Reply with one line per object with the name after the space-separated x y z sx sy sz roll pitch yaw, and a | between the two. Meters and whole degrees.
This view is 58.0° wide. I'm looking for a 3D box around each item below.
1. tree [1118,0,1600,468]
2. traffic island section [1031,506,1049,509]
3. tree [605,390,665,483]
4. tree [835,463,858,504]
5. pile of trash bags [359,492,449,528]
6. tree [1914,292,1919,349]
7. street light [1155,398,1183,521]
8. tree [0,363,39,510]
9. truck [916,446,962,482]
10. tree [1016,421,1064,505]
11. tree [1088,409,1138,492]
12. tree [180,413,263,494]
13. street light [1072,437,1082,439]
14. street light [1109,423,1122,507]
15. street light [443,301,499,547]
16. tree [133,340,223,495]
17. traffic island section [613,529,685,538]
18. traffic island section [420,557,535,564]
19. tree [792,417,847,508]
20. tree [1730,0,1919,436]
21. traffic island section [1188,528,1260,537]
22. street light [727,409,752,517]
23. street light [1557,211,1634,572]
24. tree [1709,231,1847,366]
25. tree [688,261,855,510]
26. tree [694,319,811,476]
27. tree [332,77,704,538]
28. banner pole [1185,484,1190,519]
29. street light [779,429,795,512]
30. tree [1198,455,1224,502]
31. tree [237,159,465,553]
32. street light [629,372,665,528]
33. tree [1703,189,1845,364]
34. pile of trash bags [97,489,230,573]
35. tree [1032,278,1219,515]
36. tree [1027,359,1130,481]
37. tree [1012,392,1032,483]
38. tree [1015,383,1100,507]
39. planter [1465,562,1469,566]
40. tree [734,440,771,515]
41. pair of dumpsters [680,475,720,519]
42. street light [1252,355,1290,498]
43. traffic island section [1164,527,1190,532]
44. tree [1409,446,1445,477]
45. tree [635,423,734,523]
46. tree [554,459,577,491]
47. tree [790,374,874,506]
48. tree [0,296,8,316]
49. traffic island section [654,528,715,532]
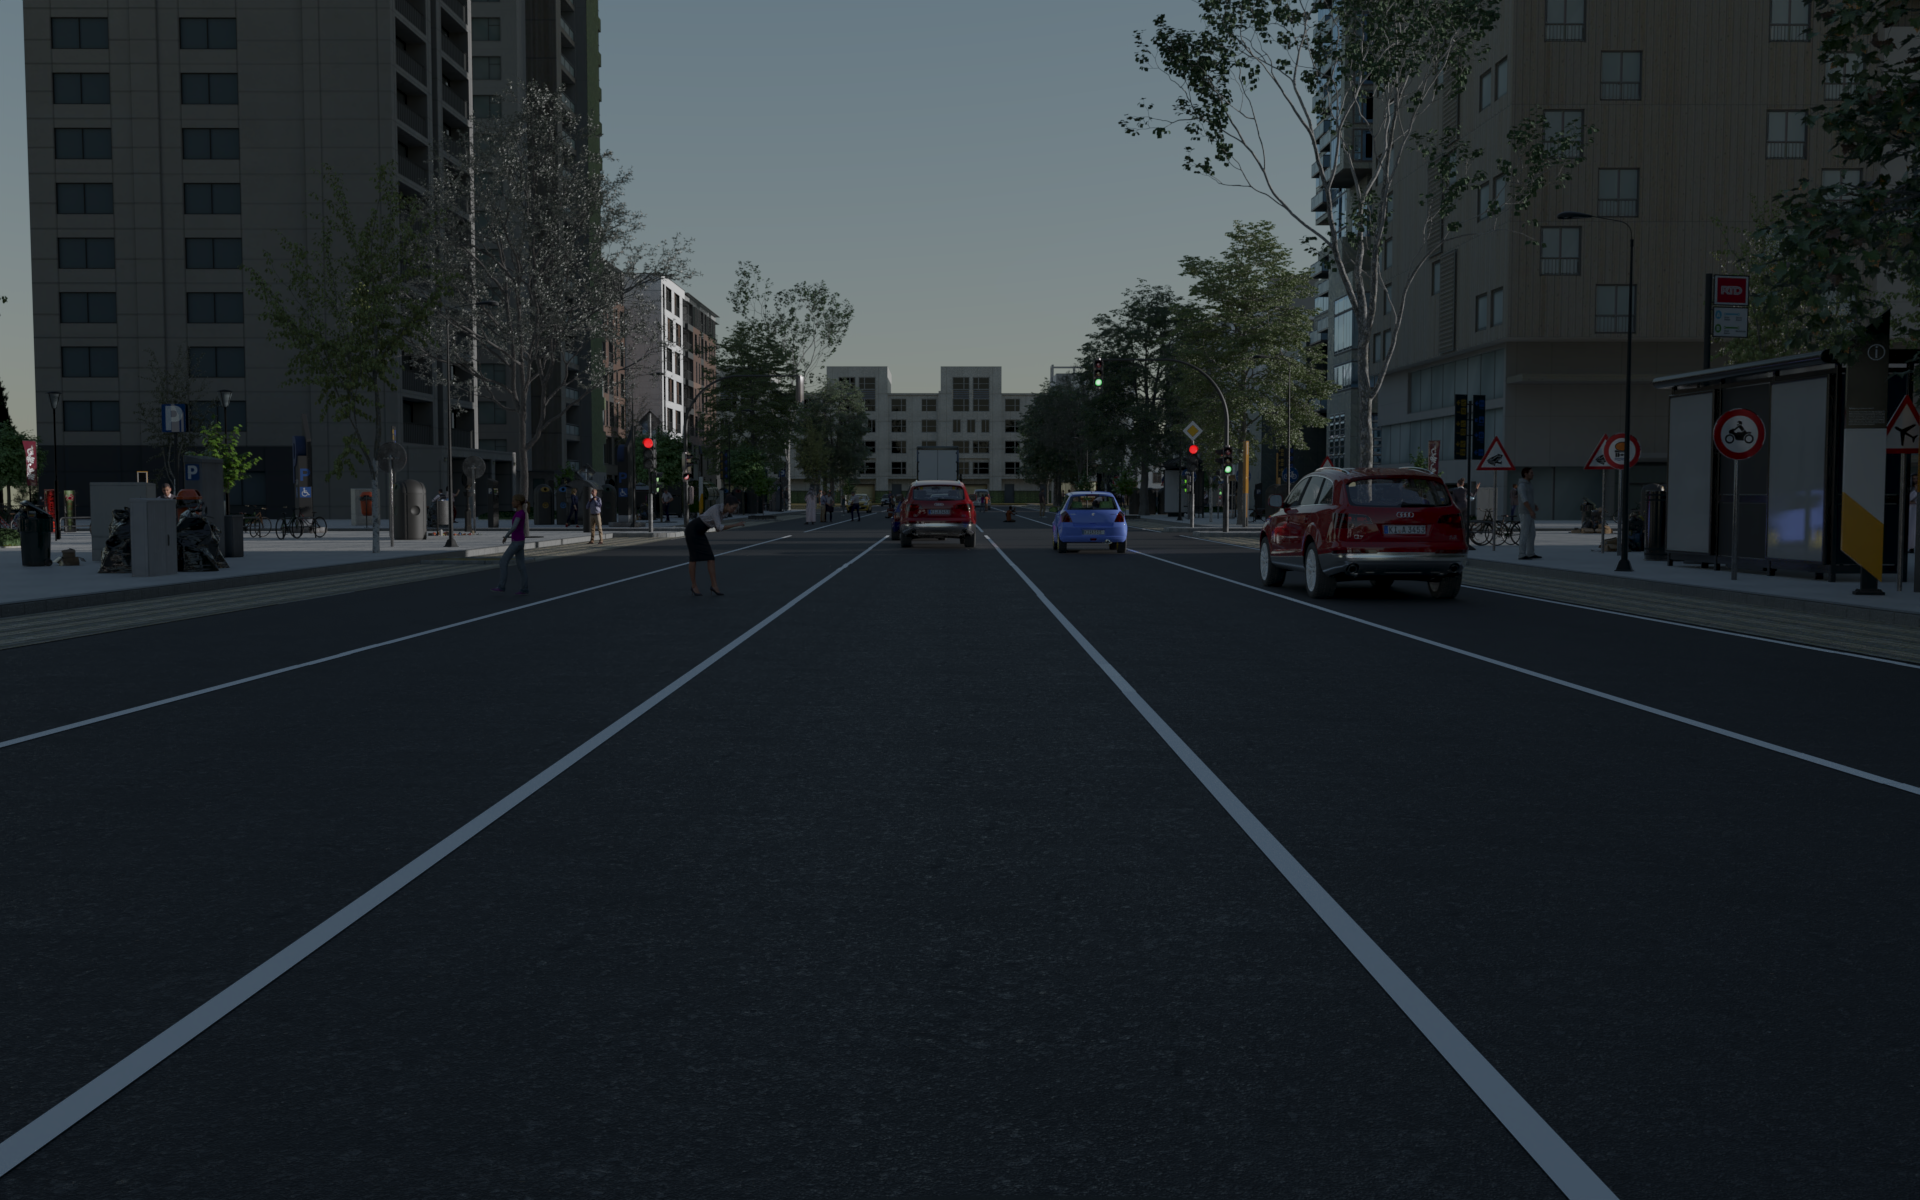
10.757 -11.725 47.595 12.611 20.169 13.585 0 3 0 | tree
8.176 -8.888 168.176 1.991 0.108 1.994 0 4 0 | traffic island section
-22.936 -10.541 122.704 4.360 8.622 3.978 0 3 0 | tree
-14.116 -16.116 213.864 4.360 8.622 3.978 0 3 0 | tree
-21.123 -3.442 66.033 3.447 1.369 1.912 -1 4 -10 | pile of trash bags
19.505 -5.038 32.734 4.737 8.622 4.395 0 3 0 | tree
10.099 -6.796 83.650 1.470 5.913 1.316 0 4 0 | street light
-68.276 -13.300 119.282 13.155 14.587 18.604 0 4 -2 | tree
-1.298 -7.214 106.869 2.839 4.237 11.283 0 4 0 | truck
10.601 -17.530 212.369 9.928 11.665 9.643 0 3 0 | tree
10.969 -10.857 127.871 4.360 8.622 3.978 0 3 0 | tree
-17.906 -2.874 41.598 1.663 3.219 1.824 0 3 0 | tree
9.827 -10.328 141.399 1.470 5.913 1.316 0 4 0 | street light
9.964 -8.562 112.524 1.470 5.913 1.316 0 4 0 | street light
-11.779 -4.233 41.759 1.470 5.913 1.316 0 4 0 | street light
-37.899 -8.152 83.647 4.360 8.622 3.978 0 3 0 | tree
-10.419 -2.199 58.239 2.009 0.180 2.903 0 4 0 | traffic island section
-9.937 -0.803 35.993 1.991 0.108 1.994 0 4 0 | traffic island section
-13.693 -13.030 163.405 4.737 8.622 4.395 0 3 0 | tree
11.889 -5.979 14.767 9.611 12.733 9.660 0 3 0 | tree
8.962 -2.207 58.373 2.009 0.180 2.903 0 4 0 | traffic island section
-12.113 -7.491 95.011 1.470 5.913 1.316 0 4 0 | street light
10.507 -3.431 28.632 1.470 5.913 1.316 0 4 0 | street light
22.584 -5.964 47.867 4.360 8.622 3.978 0 3 0 | tree
-15.262 -17.476 141.623 12.611 20.169 13.585 0 3 0 | tree
-13.300 -11.894 112.596 7.486 12.596 7.792 0 3 0 | tree
-12.669 -8.567 50.439 12.009 13.543 11.850 0 3 0 | tree
11.816 -6.065 89.181 0.401 3.779 0.863 1 4 9 | banner pole
-12.311 -9.263 123.994 1.470 5.913 1.316 0 4 0 | street light
19.134 -9.120 132.832 4.285 4.588 4.351 0 3 0 | tree
-12.951 -5.325 37.423 4.737 8.622 4.395 0 3 0 | tree
-11.930 -5.720 66.064 1.470 5.913 1.316 0 4 0 | street light
19.904 -5.590 41.756 4.737 8.622 4.395 0 3 0 | tree
-13.532 -1.223 29.748 1.912 1.369 3.447 -1 4 -14 | pile of trash bags
11.142 -12.068 103.970 9.857 13.997 8.962 0 3 0 | tree
10.902 -15.074 156.826 12.009 13.543 11.850 0 3 0 | tree
10.604 -17.322 189.875 9.857 13.997 8.962 0 3 0 | tree
10.425 -16.005 178.686 9.611 12.733 9.660 0 3 0 | tree
9.126 -0.873 35.415 1.991 0.319 1.994 0 4 0 | planter
-13.075 -7.426 105.134 4.285 4.588 4.351 0 3 0 | tree
-13.374 -5.282 88.849 1.574 2.255 4.437 0 4 0 | pair of dumpsters
10.446 -5.223 57.938 1.470 5.913 1.316 0 4 0 | street light
8.904 -2.696 66.358 2.009 0.180 2.903 0 4 0 | traffic island section
18.440 -4.591 69.664 1.663 3.219 1.824 0 3 0 | tree
-13.411 -5.768 78.026 4.285 4.588 4.351 0 3 0 | tree
-20.761 -5.966 92.143 1.663 3.219 1.824 0 3 0 | tree
-13.680 -17.063 185.627 9.857 13.997 8.962 0 3 0 | tree
-20.588 -5.094 33.657 4.737 8.622 4.395 0 3 0 | tree
-10.476 -2.688 66.224 2.009 0.180 2.903 0 4 0 | traffic island section
